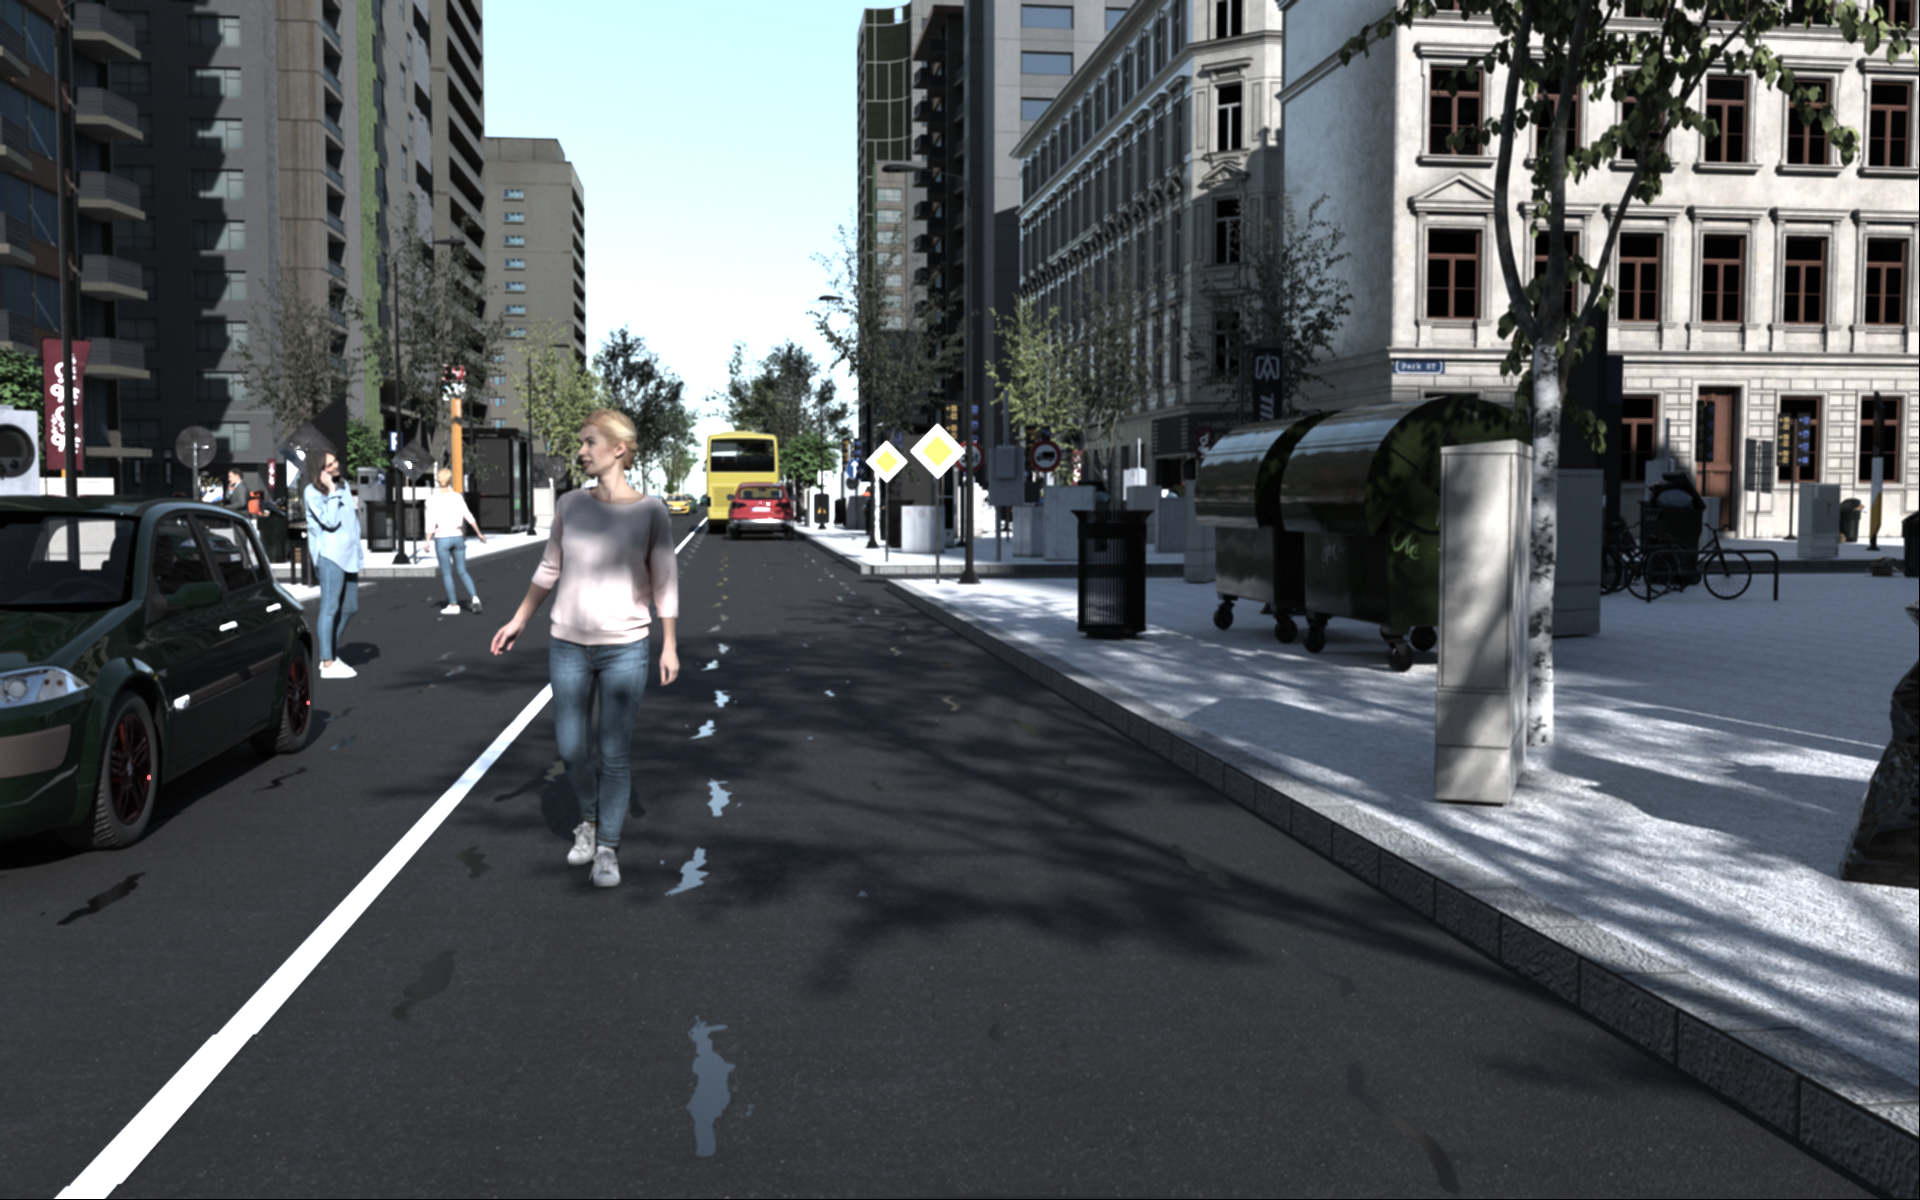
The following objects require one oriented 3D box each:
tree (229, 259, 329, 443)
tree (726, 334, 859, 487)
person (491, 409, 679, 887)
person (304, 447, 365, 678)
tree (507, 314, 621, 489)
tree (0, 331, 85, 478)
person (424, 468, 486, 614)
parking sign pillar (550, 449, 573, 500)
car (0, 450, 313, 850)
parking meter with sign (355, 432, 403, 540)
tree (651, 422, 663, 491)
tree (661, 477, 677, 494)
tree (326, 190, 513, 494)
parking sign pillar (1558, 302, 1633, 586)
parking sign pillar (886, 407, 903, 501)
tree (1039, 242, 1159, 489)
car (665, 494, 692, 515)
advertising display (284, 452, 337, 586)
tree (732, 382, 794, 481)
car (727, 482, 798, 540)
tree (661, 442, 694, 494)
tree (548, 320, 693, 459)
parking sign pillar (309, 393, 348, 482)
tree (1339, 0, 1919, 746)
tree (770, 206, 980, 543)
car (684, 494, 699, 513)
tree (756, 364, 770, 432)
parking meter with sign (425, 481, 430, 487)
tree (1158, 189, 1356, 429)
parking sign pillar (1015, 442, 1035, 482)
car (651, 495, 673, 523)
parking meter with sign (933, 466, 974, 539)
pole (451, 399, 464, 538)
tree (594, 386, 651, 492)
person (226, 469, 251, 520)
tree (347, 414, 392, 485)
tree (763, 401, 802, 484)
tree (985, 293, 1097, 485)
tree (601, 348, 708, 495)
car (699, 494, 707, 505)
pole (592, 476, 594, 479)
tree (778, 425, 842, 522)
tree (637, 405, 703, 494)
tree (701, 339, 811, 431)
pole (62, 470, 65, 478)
[{"bbox_3d":[-20.427,-6.345,54.101,4.360,8.622,3.978,0,3,0],"label":"tree"},{"bbox_3d":[-9.160,-10.186,100.949,7.601,10.594,8.767,2,4,31],"label":"tree"},{"bbox_3d":[-1.394,0.163,6.501,0.731,1.740,0.598,0,4,-2],"label":"person"},{"bbox_3d":[-4.912,-0.293,13.550,0.793,1.790,0.793,-2,4,-24],"label":"person"},{"bbox_3d":[-16.584,-7.366,70.802,4.737,8.622,4.395,0,3,0],"label":"tree"},{"bbox_3d":[-18.477,-3.019,33.079,4.285,4.588,4.351,0,3,0],"label":"tree"},{"bbox_3d":[-5.955,-0.705,20.691,0.598,1.740,0.731,2,4,32],"label":"person"},{"bbox_3d":[-23.821,-7.040,103.576,1.447,3.967,1.447,-3,5,-43],"label":"parking sign pillar"},{"bbox_3d":[-4.335,0.102,8.117,2.009,1.686,4.222,0,4,-7],"label":"car"},{"bbox_3d":[-16.594,-3.217,48.861,1.738,3.016,0.543,1,4,21],"label":"parking meter with sign"},{"bbox_3d":[-22.646,-10.492,121.900,4.360,8.622,3.978,0,3,0],"label":"tree"},{"bbox_3d":[-30.443,-11.493,182.504,1.663,3.219,1.824,0,3,0],"label":"tree"},{"bbox_3d":[-12.749,-5.610,42.089,4.360,8.622,3.978,0,3,0],"label":"tree"},{"bbox_3d":[8.869,-2.217,24.718,1.447,3.967,1.447,-1,4,-14],"label":"parking sign pillar"},{"bbox_3d":[-1.949,-3.829,51.077,1.447,3.967,1.447,0,3,0],"label":"parking sign pillar"},{"bbox_3d":[4.266,-6.177,51.350,4.360,8.622,3.978,0,3,0],"label":"tree"},{"bbox_3d":[-19.217,-6.555,117.394,2.015,1.641,3.980,-1,4,-9],"label":"car"},{"bbox_3d":[-9.082,-1.164,24.253,0.974,1.923,0.123,2,4,32],"label":"advertising display"},{"bbox_3d":[-19.512,-15.618,173.477,7.486,12.596,7.792,0,3,0],"label":"tree"},{"bbox_3d":[-6.327,-2.857,55.381,2.281,1.827,5.304,0,4,-6],"label":"car"},{"bbox_3d":[-40.248,-17.996,244.600,4.737,8.622,4.395,0,3,0],"label":"tree"},{"bbox_3d":[-18.676,-9.689,92.820,7.601,10.594,8.767,2,4,25],"label":"tree"},{"bbox_3d":[-16.850,-3.509,45.837,1.447,3.967,1.447,2,4,27],"label":"parking sign pillar"},{"bbox_3d":[3.199,-3.564,8.632,4.737,8.622,4.395,0,3,0],"label":"tree"},{"bbox_3d":[-1.941,-5.786,44.958,4.360,8.622,3.978,0,3,0],"label":"tree"},{"bbox_3d":[-20.740,-7.255,130.422,2.131,1.459,4.920,0,4,-7],"label":"car"},{"bbox_3d":[-8.572,-8.544,90.057,4.360,8.622,3.978,0,3,0],"label":"tree"},{"bbox_3d":[-30.532,-6.253,98.499,1.738,3.016,0.543,0,4,-5],"label":"parking meter with sign"},{"bbox_3d":[7.468,-5.550,41.101,4.360,8.622,3.978,0,3,0],"label":"tree"},{"bbox_3d":[3.526,-6.202,89.875,1.447,3.967,1.447,-1,4,-17],"label":"parking sign pillar"},{"bbox_3d":[-12.497,-3.504,69.294,2.014,1.417,4.499,0,4,-8],"label":"car"},{"bbox_3d":[-0.436,-3.275,49.812,1.738,3.016,0.543,-1,4,-15],"label":"parking meter with sign"},{"bbox_3d":[-10.783,-2.649,37.158,0.158,3.312,0.155,0,3,0],"label":"pole"},{"bbox_3d":[-21.976,-9.789,110.420,4.360,8.622,3.978,0,3,0],"label":"tree"},{"bbox_3d":[-11.802,-1.220,28.246,0.447,1.846,0.655,-1,4,-21],"label":"person"},{"bbox_3d":[-23.328,-5.008,65.594,4.285,4.588,4.351,0,3,0],"label":"tree"},{"bbox_3d":[-13.323,-11.171,133.010,4.737,8.622,4.395,0,3,0],"label":"tree"},{"bbox_3d":[2.803,-6.895,63.104,4.737,8.622,4.395,0,3,0],"label":"tree"},{"bbox_3d":[-26.147,-14.267,143.638,12.009,13.543,11.850,0,3,0],"label":"tree"},{"bbox_3d":[-32.725,-13.010,224.518,2.131,1.459,4.920,0,4,-6],"label":"car"},{"bbox_3d":[-21.795,-6.669,102.873,0.158,3.312,0.155,0,3,0],"label":"pole"},{"bbox_3d":[-6.974,-5.970,81.315,4.285,4.588,4.351,0,3,0],"label":"tree"},{"bbox_3d":[-33.081,-16.590,197.003,9.928,11.665,9.643,0,3,0],"label":"tree"},{"bbox_3d":[-24.827,-21.800,212.312,12.611,20.169,13.585,0,3,0],"label":"tree"},{"bbox_3d":[-15.915,-2.264,30.861,0.158,3.312,0.155,0,3,0],"label":"pole"}]
